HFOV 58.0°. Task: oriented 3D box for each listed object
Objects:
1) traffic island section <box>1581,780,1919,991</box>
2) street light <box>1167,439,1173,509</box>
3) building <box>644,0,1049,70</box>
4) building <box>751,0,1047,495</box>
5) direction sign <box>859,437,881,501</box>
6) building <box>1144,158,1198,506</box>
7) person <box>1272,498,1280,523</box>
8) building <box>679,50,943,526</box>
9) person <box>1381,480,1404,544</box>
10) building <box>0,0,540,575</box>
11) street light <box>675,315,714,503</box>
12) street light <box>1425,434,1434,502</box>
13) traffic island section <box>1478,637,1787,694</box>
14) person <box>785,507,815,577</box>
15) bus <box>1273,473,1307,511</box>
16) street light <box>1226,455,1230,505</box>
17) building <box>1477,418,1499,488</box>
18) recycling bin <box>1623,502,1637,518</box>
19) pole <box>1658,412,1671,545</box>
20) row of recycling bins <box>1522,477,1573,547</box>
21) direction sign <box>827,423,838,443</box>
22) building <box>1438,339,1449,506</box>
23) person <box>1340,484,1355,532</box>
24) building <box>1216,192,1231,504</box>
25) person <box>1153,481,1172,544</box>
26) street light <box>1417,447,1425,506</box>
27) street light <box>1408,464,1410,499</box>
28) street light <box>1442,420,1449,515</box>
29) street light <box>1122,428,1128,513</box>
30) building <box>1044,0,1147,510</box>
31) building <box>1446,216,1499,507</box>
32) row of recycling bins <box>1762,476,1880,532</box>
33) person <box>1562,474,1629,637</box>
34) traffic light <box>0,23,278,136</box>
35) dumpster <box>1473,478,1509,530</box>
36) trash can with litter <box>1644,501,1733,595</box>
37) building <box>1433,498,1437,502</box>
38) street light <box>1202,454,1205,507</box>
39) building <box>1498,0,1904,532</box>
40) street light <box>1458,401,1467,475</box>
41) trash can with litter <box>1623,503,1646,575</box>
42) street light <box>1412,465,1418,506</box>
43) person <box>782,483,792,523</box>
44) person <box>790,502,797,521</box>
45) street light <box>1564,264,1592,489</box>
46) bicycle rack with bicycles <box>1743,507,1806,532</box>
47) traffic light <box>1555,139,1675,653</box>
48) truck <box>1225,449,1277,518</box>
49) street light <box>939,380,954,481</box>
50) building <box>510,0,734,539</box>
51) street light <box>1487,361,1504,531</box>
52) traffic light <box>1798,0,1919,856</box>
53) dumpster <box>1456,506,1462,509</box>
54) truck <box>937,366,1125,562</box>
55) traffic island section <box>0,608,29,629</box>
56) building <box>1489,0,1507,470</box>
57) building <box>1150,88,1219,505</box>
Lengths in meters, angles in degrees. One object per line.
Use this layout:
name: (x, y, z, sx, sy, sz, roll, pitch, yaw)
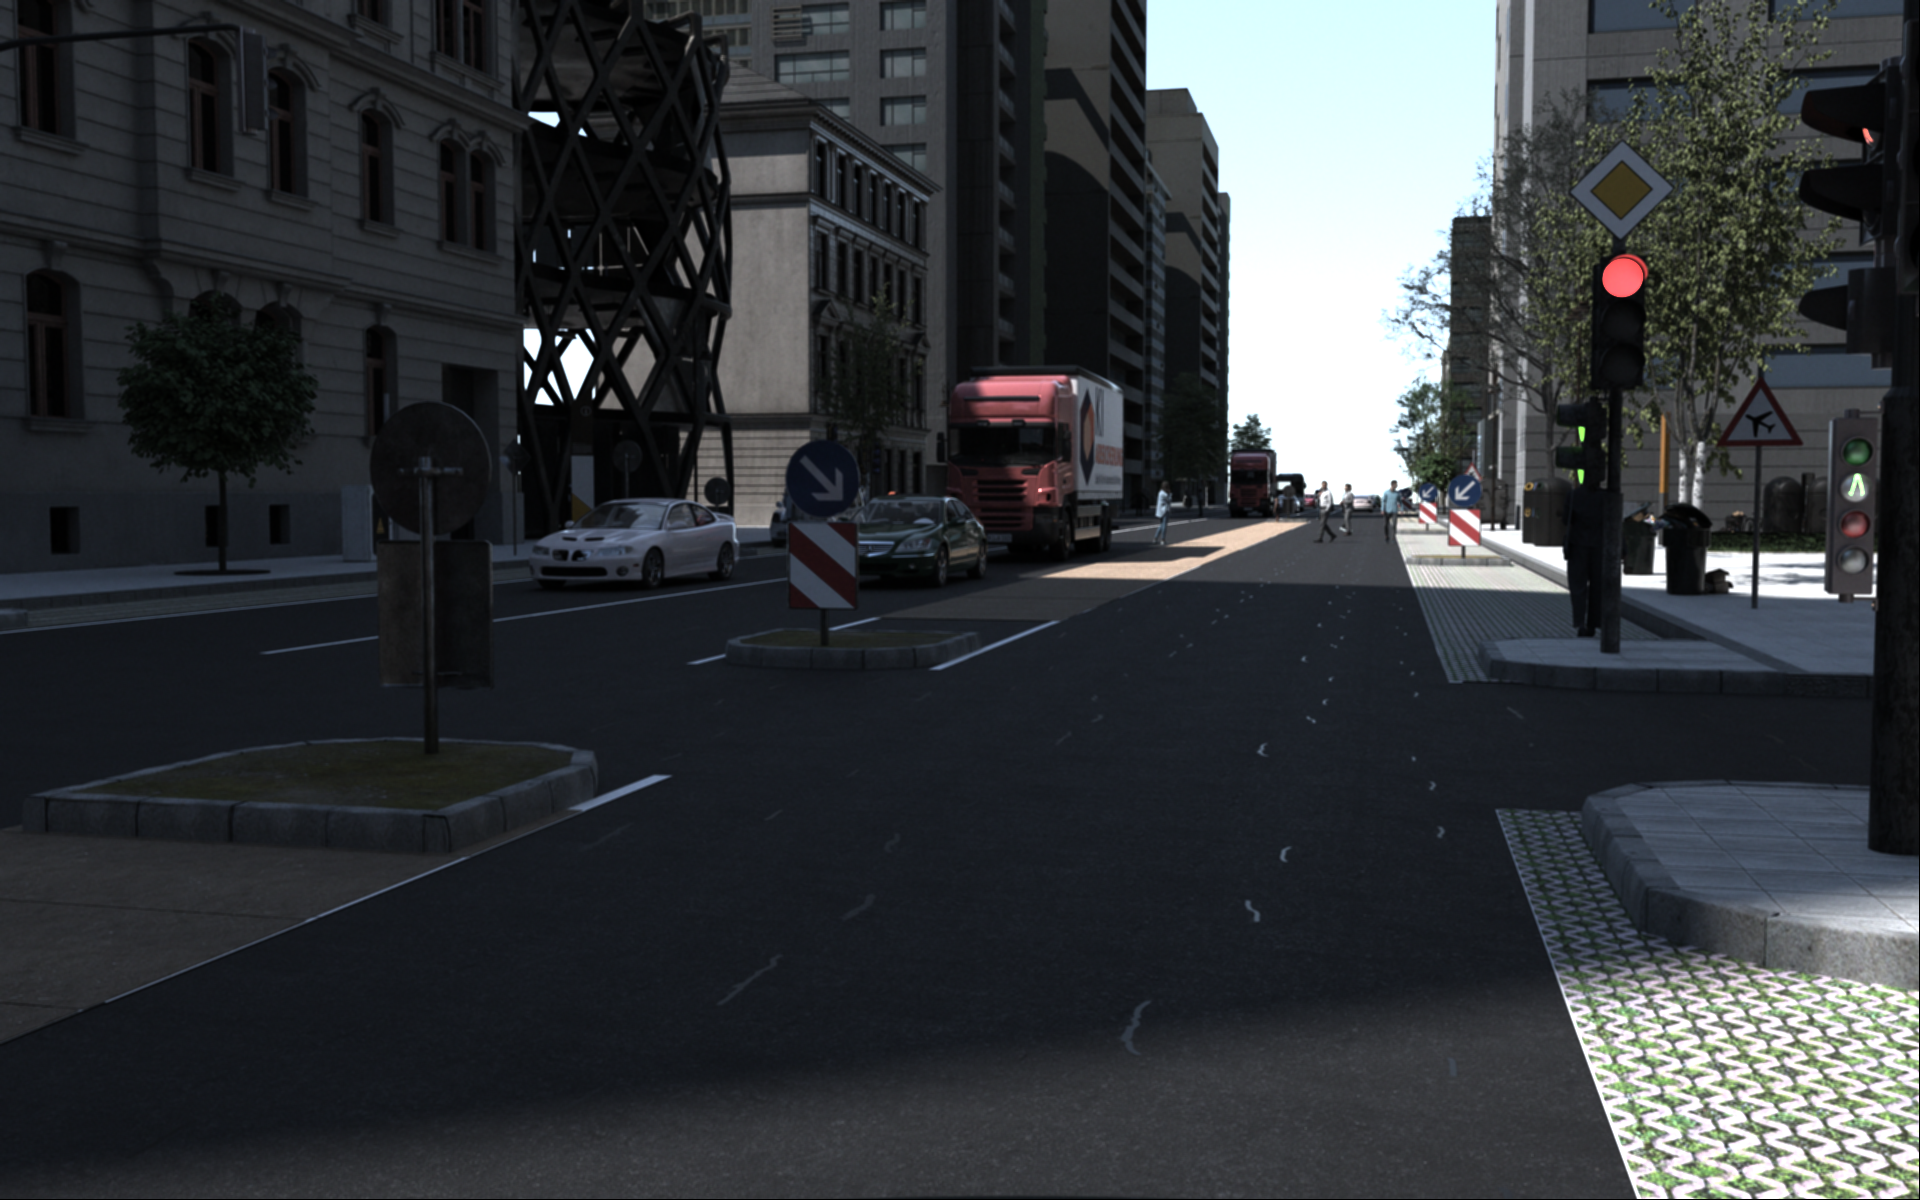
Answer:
traffic island section: (3.399, 0.980, 6.256, 2.009, 0.180, 2.903, 1, 4, 14)
street light: (17.606, -10.531, 144.973, 0.468, 5.910, 1.993, 1, 4, 14)
building: (-8.102, -26.296, 121.825, 32.217, 40.220, 23.993, 1, 4, 14)
building: (-3.164, -25.473, 100.084, 14.154, 41.232, 14.086, 1, 4, 14)
direction sign: (-3.597, -4.722, 69.196, 0.876, 3.537, 0.379, -1, 4, -20)
building: (9.659, -30.575, 191.775, 32.217, 40.220, 23.993, 1, 4, 14)
person: (15.792, -4.488, 86.552, 0.373, 1.253, 0.362, 2, 4, 31)
building: (-8.239, -13.021, 77.526, 10.561, 19.102, 19.286, 1, 4, 14)
person: (12.534, -2.559, 50.206, 0.638, 1.841, 0.748, 1, 4, 16)
building: (-19.837, -15.099, 34.253, 14.401, 28.519, 23.554, 1, 4, 14)
street light: (-6.849, -4.406, 44.833, 0.468, 5.910, 1.993, 1, 4, 14)
street light: (36.463, -9.870, 134.155, 0.468, 5.910, 1.993, 1, 4, 14)
traffic island section: (5.282, 0.505, 14.017, 2.009, 0.180, 2.903, 1, 4, 14)
person: (-2.563, -1.178, 28.112, 0.624, 1.780, 0.694, -1, 4, -17)
bus: (27.983, -9.318, 147.215, 2.948, 3.499, 13.247, 1, 4, 12)
street light: (30.898, -13.884, 199.784, 0.468, 5.910, 1.993, 1, 4, 14)
building: (54.071, -50.417, 136.988, 22.319, 86.520, 31.000, 1, 4, 14)
recycling bin: (21.488, -2.677, 56.323, 0.722, 1.027, 0.722, -1, 4, -8)
pole: (17.583, -3.021, 43.233, 0.158, 3.312, 0.155, 0, 3, 0)
row of recycling bins: (14.881, -2.242, 43.765, 1.069, 1.692, 3.534, 1, 4, 12)
direction sign: (-4.081, -3.876, 55.369, 0.379, 3.537, 0.876, 1, 4, 17)
building: (70.159, -21.705, 199.923, 27.650, 21.520, 28.899, 1, 4, 14)
person: (14.833, -3.544, 66.456, 0.620, 1.820, 0.660, 3, 4, 38)
building: (28.045, -33.390, 229.523, 14.154, 41.232, 14.086, 1, 4, 14)
person: (5.776, -2.482, 49.353, 0.793, 1.790, 0.793, 3, 5, 44)
street light: (42.792, -11.452, 160.034, 0.468, 5.910, 1.993, 1, 4, 14)
street light: (56.300, -14.847, 215.530, 0.468, 5.910, 1.993, 1, 4, 14)
street light: (30.304, -8.285, 108.239, 0.468, 5.910, 1.993, 1, 4, 14)
street light: (11.243, -8.941, 118.977, 0.468, 5.910, 1.993, 1, 4, 14)
building: (3.270, -31.733, 142.537, 21.300, 48.544, 21.600, 1, 4, 14)
building: (58.159, -25.001, 180.467, 14.160, 30.474, 14.107, 1, 4, 14)
row of recycling bins: (20.634, -2.030, 40.302, 3.534, 1.692, 1.069, 1, 4, 15)
person: (6.107, -0.478, 16.729, 0.576, 1.772, 0.534, 0, 4, -5)
traffic light: (-9.140, -2.614, 17.411, 4.771, 5.953, 1.251, 1, 4, 14)
dumpster: (19.029, -3.448, 62.137, 1.264, 1.857, 1.865, 1, 4, 14)
trash can with litter: (9.439, -0.666, 22.277, 1.055, 1.170, 0.624, -2, 4, -34)
building: (78.069, -32.621, 225.241, 32.217, 40.220, 23.993, 1, 4, 14)
street light: (24.521, -12.314, 174.113, 0.468, 5.910, 1.993, 1, 4, 14)
building: (32.948, -32.239, 69.105, 21.231, 58.520, 28.212, 1, 4, 14)
street light: (24.835, -6.914, 85.824, 0.468, 5.910, 1.993, 1, 4, 14)
trash can with litter: (10.553, -0.991, 27.589, 1.055, 1.170, 0.624, 2, 4, 24)
street light: (49.977, -13.239, 189.240, 0.468, 5.910, 1.993, 1, 4, 14)
person: (-4.155, -2.134, 43.649, 0.793, 1.790, 0.793, 0, 4, 8)
person: (-3.114, -1.576, 34.395, 0.709, 1.813, 0.853, 2, 4, 26)
street light: (12.291, -3.771, 34.449, 0.468, 5.910, 1.993, 1, 4, 14)
bicycle rack with bicycles: (22.839, -2.093, 47.606, 2.925, 0.926, 2.852, -1, 4, -13)
traffic light: (5.246, -1.528, 13.912, 0.839, 4.253, 0.868, 1, 4, 14)
truck: (18.479, -7.356, 109.182, 2.839, 4.237, 11.283, 1, 4, 13)
street light: (-0.475, -5.976, 70.495, 0.468, 5.910, 1.993, 1, 4, 14)
building: (-16.091, -11.448, 54.635, 16.820, 18.784, 16.811, 1, 4, 14)
street light: (18.550, -5.343, 60.139, 0.468, 5.910, 1.993, 1, 4, 14)
traffic light: (1.308, -1.947, 6.504, 4.771, 5.953, 1.251, 1, 4, 14)
dumpster: (22.325, -4.284, 75.810, 1.264, 1.857, 1.865, 1, 4, 13)
truck: (1.887, -3.141, 40.268, 2.839, 4.237, 11.283, 1, 4, 12)
traffic island section: (-11.230, 0.261, 18.014, 2.009, 0.180, 2.903, 1, 4, 14)
building: (48.283, -31.775, 108.757, 28.713, 52.752, 27.495, 1, 4, 14)
building: (19.912, -36.013, 212.519, 21.300, 48.544, 21.600, 1, 4, 14)
